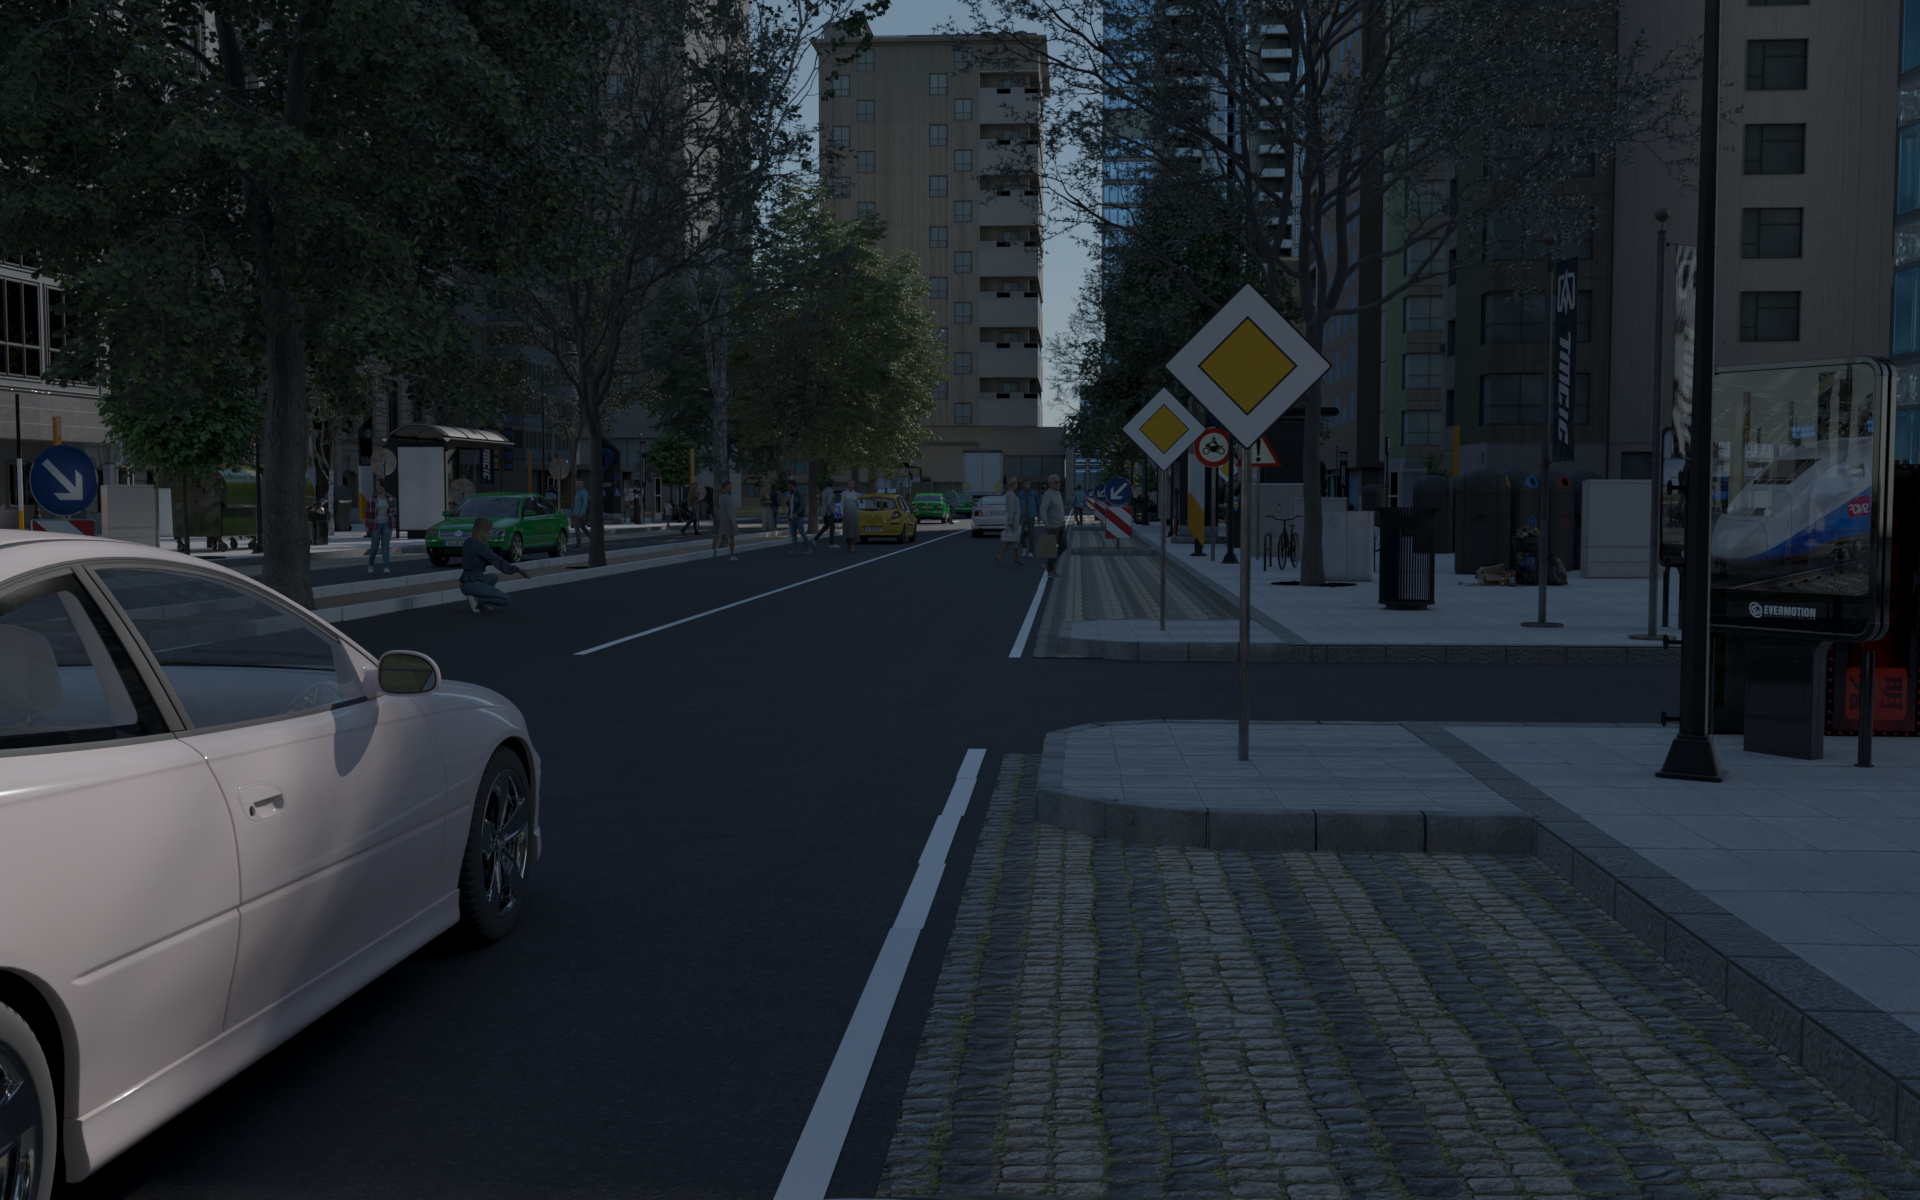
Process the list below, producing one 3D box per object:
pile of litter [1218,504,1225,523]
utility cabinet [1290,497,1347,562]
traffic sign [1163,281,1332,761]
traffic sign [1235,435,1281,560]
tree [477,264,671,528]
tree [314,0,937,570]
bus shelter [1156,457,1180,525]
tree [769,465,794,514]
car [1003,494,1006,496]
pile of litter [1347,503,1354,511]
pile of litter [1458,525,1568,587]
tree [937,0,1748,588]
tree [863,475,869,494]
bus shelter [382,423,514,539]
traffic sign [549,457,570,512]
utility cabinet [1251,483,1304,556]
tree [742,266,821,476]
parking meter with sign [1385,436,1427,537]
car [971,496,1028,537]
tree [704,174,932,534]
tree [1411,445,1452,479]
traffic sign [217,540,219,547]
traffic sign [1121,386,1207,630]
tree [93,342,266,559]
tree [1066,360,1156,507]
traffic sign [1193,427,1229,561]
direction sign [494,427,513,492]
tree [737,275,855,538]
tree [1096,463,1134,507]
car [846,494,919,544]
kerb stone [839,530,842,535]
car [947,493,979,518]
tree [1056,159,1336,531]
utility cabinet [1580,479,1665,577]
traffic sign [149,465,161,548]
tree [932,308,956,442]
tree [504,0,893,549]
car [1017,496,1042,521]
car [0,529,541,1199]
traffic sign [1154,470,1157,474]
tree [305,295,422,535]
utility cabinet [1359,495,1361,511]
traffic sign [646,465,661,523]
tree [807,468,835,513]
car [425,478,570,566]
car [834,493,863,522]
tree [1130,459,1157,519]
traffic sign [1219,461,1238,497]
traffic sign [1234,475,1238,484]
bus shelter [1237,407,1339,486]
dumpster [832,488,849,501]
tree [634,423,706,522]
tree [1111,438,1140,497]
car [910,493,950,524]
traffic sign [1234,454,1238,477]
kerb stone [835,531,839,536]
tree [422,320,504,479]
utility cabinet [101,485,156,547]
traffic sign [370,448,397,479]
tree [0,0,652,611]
[{"bbox_3d":[11.538,-3.819,76.404,1.719,0.858,1.176,1,4,16],"label":"pile of litter"},{"bbox_3d":[6.819,-1.332,32.937,1.020,1.237,0.306,0,4,6],"label":"utility cabinet"},{"bbox_3d":[1.362,-0.284,8.280,0.795,2.450,0.064,0,4,4],"label":"traffic sign"},{"bbox_3d":[5.803,-2.062,33.711,0.884,2.594,0.081,1,4,12],"label":"traffic sign"},{"bbox_3d":[-14.543,-7.930,64.061,8.767,10.594,7.601,1,4,18],"label":"tree"},{"bbox_3d":[-6.892,-7.318,32.476,12.009,13.543,11.850,0,3,0],"label":"tree"},{"bbox_3d":[8.656,-4.547,68.263,2.014,3.302,5.546,0,4,4],"label":"bus shelter"},{"bbox_3d":[-11.319,-7.052,109.906,1.663,3.219,1.824,0,3,0],"label":"tree"},{"bbox_3d":[3.502,-8.647,153.169,2.131,1.459,4.920,0,4,3],"label":"car"},{"bbox_3d":[18.986,-4.376,85.512,1.719,0.858,1.176,-3,5,-42],"label":"pile of litter"},{"bbox_3d":[7.835,-0.644,24.487,1.719,0.858,1.176,0,4,-3],"label":"pile of litter"},{"bbox_3d":[4.805,-6.936,23.776,12.009,13.543,11.850,0,3,0],"label":"tree"},{"bbox_3d":[-7.717,-9.656,152.474,1.663,3.219,1.824,0,3,0],"label":"tree"},{"bbox_3d":[-15.254,-3.553,52.021,2.014,3.302,5.546,0,4,4],"label":"bus shelter"},{"bbox_3d":[-13.891,-3.664,60.018,0.768,2.556,0.104,1,4,9],"label":"traffic sign"},{"bbox_3d":[6.468,-1.646,35.590,1.173,1.500,0.318,1,4,12],"label":"utility cabinet"},{"bbox_3d":[-12.371,-11.315,91.655,9.857,13.997,8.962,0,3,0],"label":"tree"},{"bbox_3d":[13.717,-3.423,52.227,1.738,3.016,0.543,1,4,18],"label":"parking meter with sign"},{"bbox_3d":[1.381,-2.840,58.799,2.083,1.381,4.827,0,4,3],"label":"car"},{"bbox_3d":[-5.300,-8.628,61.646,7.486,12.596,7.792,0,3,0],"label":"tree"},{"bbox_3d":[18.590,-4.533,68.718,1.663,3.219,1.824,0,3,0],"label":"tree"},{"bbox_3d":[-17.966,-2.558,41.927,0.768,2.556,0.104,0,4,5],"label":"traffic sign"},{"bbox_3d":[1.906,-0.771,16.246,0.795,2.450,0.064,0,4,4],"label":"traffic sign"},{"bbox_3d":[-15.390,-3.098,34.372,4.285,4.588,4.351,0,3,0],"label":"tree"},{"bbox_3d":[9.912,-10.029,98.394,7.601,10.594,8.767,2,4,23],"label":"tree"},{"bbox_3d":[4.838,-2.015,33.057,0.768,2.556,0.104,1,4,12],"label":"traffic sign"},{"bbox_3d":[-15.506,-4.074,58.603,0.379,3.537,0.876,3,5,42],"label":"direction sign"},{"bbox_3d":[-5.432,-6.287,55.616,4.360,8.622,3.978,0,3,0],"label":"tree"},{"bbox_3d":[13.763,-10.339,152.764,4.285,4.588,4.351,0,3,0],"label":"tree"},{"bbox_3d":[-2.283,-2.497,51.049,2.015,1.641,3.980,0,4,6],"label":"car"},{"bbox_3d":[-4.257,-2.306,59.930,0.120,0.150,1.000,0,4,4],"label":"kerb stone"},{"bbox_3d":[0.108,-5.798,103.597,1.959,1.807,4.718,0,4,3],"label":"car"},{"bbox_3d":[8.106,-8.714,59.488,9.611,12.733,9.660,0,3,0],"label":"tree"},{"bbox_3d":[10.105,-1.084,26.398,1.173,1.500,0.318,0,4,0],"label":"utility cabinet"},{"bbox_3d":[-16.955,-2.229,36.548,0.768,2.556,0.104,1,4,13],"label":"traffic sign"},{"bbox_3d":[-4.390,-9.220,71.332,7.486,12.596,7.792,0,3,0],"label":"tree"},{"bbox_3d":[-7.374,-11.438,45.359,12.611,20.169,13.585,0,3,0],"label":"tree"},{"bbox_3d":[3.696,-5.056,95.251,1.945,1.354,3.894,0,4,4],"label":"car"},{"bbox_3d":[-2.459,0.502,4.158,2.083,1.381,4.827,0,4,3],"label":"car"},{"bbox_3d":[10.299,-5.508,90.163,0.768,2.556,0.104,1,4,12],"label":"traffic sign"},{"bbox_3d":[-19.585,-6.334,53.915,4.360,8.622,3.978,0,3,0],"label":"tree"},{"bbox_3d":[19.302,-4.333,82.012,1.020,1.237,0.306,-3,5,-41],"label":"utility cabinet"},{"bbox_3d":[-13.627,-4.682,76.656,0.768,2.556,0.104,1,4,10],"label":"traffic sign"},{"bbox_3d":[-9.969,-7.613,119.068,1.663,3.219,1.824,0,3,0],"label":"tree"},{"bbox_3d":[-9.578,-1.668,36.062,1.959,1.807,4.718,0,4,6],"label":"car"},{"bbox_3d":[-5.603,-4.856,88.995,1.945,1.707,3.694,0,4,3],"label":"car"},{"bbox_3d":[9.598,-5.670,87.306,1.663,3.219,1.824,0,3,0],"label":"tree"},{"bbox_3d":[8.227,-3.193,53.388,0.795,2.450,0.064,1,4,10],"label":"traffic sign"},{"bbox_3d":[11.246,-4.317,70.587,0.884,2.594,0.081,1,4,10],"label":"traffic sign"},{"bbox_3d":[8.382,-4.181,45.991,2.179,5.291,8.768,0,4,4],"label":"bus shelter"},{"bbox_3d":[-7.676,-6.526,114.922,1.865,1.857,1.264,0,4,4],"label":"dumpster"},{"bbox_3d":[-13.312,-5.909,80.321,4.285,4.588,4.351,0,3,0],"label":"tree"},{"bbox_3d":[11.075,-9.843,111.292,4.360,8.622,3.978,0,3,0],"label":"tree"},{"bbox_3d":[-1.444,-4.648,84.798,1.959,1.807,4.718,0,4,4],"label":"car"},{"bbox_3d":[8.335,-3.270,53.567,0.768,2.556,0.104,0,4,5],"label":"traffic sign"},{"bbox_3d":[-4.341,-2.237,58.895,0.120,0.150,1.000,0,4,4],"label":"kerb stone"},{"bbox_3d":[-21.060,-7.477,72.615,4.360,8.622,3.978,0,3,0],"label":"tree"},{"bbox_3d":[-19.795,-1.991,41.226,0.318,1.500,1.173,2,4,34],"label":"utility cabinet"},{"bbox_3d":[-16.018,-2.936,48.104,0.768,2.556,0.104,0,4,6],"label":"traffic sign"},{"bbox_3d":[-8.008,-6.795,20.208,9.857,13.997,8.962,0,3,0],"label":"tree"}]
